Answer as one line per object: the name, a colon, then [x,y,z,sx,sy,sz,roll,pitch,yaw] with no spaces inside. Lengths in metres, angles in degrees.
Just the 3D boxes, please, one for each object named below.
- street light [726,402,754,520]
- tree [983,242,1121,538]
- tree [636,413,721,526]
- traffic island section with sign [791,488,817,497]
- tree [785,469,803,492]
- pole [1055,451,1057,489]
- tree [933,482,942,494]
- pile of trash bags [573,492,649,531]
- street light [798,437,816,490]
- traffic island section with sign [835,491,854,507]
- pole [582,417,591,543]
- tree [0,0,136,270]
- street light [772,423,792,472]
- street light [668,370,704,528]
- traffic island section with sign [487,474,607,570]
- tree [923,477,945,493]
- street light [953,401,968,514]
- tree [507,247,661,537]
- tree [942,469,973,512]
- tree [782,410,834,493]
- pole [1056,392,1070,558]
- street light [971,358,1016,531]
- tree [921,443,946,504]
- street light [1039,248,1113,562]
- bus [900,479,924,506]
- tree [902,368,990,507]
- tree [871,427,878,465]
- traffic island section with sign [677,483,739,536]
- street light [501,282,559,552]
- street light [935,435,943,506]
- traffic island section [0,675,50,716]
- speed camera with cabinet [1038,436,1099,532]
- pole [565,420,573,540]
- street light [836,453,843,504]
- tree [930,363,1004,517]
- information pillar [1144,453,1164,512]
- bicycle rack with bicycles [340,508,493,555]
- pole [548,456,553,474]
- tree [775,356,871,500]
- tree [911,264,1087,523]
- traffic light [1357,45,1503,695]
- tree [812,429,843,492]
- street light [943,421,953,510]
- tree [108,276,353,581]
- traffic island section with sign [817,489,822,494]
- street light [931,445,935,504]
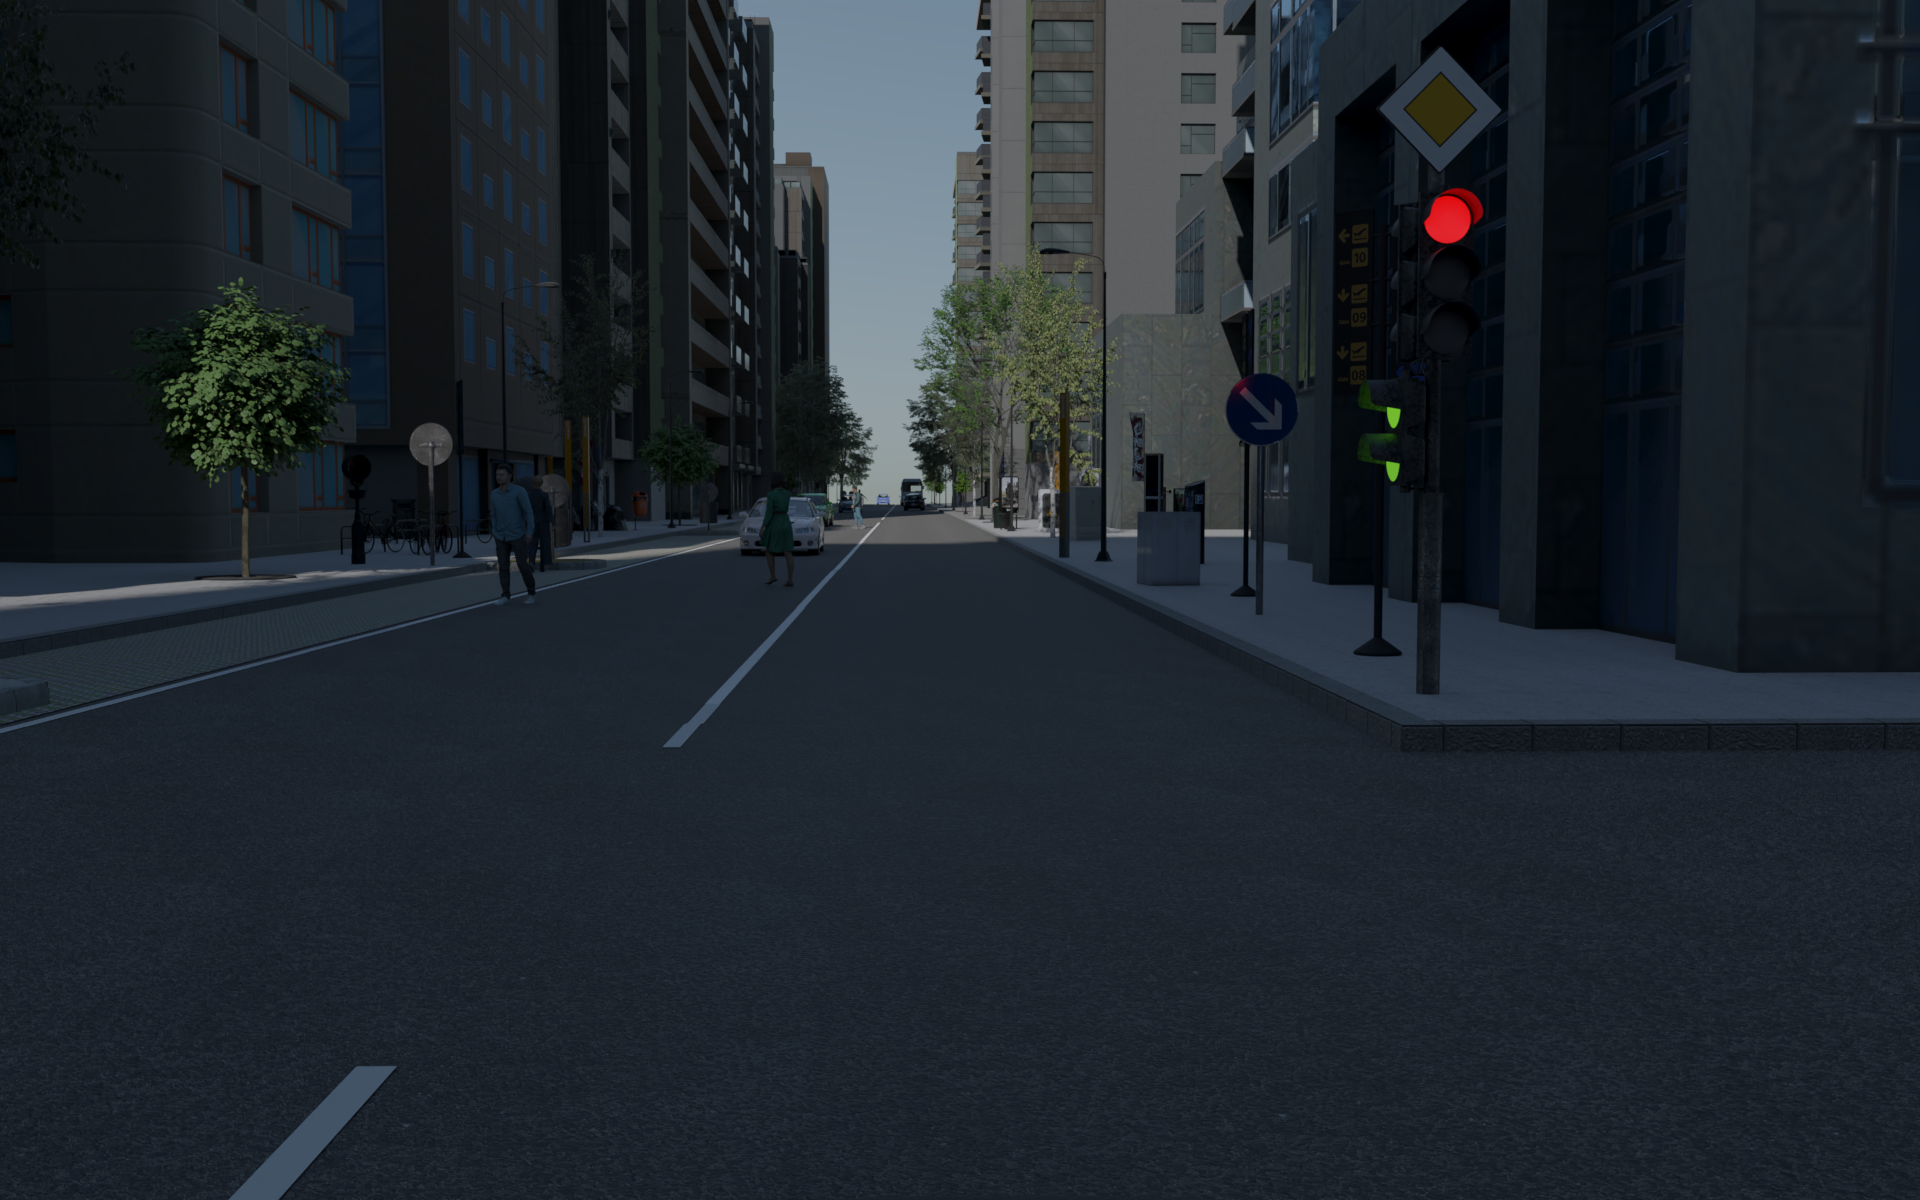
street light: [-11.057,-7.004,87.058,1.470,5.913,1.316,0,4,-2]
tree: [2.715,-6.114,50.327,4.737,8.622,4.395,0,3,0]
tree: [-11.493,-5.316,70.624,4.285,4.588,4.351,0,3,0]
traffic island section with sign: [-10.255,-6.156,109.281,1.989,1.847,2.006,0,4,-2]
tree: [-13.266,-8.545,134.315,1.663,3.219,1.824,0,3,0]
pole: [4.638,-5.446,82.884,0.158,3.312,0.155,0,3,0]
tree: [-2.489,-12.777,203.503,1.663,3.219,1.824,0,3,0]
pile of trash bags: [-12.396,-3.124,60.826,1.912,1.369,3.447,3,5,42]
street light: [-12.530,-10.234,139.863,1.470,5.913,1.316,0,4,-2]
traffic island section with sign: [-12.877,-11.278,193.030,1.989,1.847,2.006,0,4,-2]
pole: [-9.879,-3.177,45.784,0.158,3.312,0.155,0,3,0]
tree: [-10.161,-4.088,17.199,4.360,8.622,3.978,0,3,0]
street light: [-11.716,-8.627,113.587,1.470,5.913,1.316,0,4,-2]
street light: [-10.282,-5.646,64.857,1.470,5.913,1.316,0,4,-2]
traffic island section with sign: [-7.862,-1.504,33.218,1.989,1.847,2.006,0,4,-2]
tree: [-3.595,-15.549,237.936,4.285,4.588,4.351,0,3,0]
street light: [0.547,-6.933,85.893,1.470,5.913,1.316,0,4,-2]
tree: [-10.902,-6.180,51.406,4.360,8.622,3.978,0,3,0]
tree: [0.106,-7.927,124.204,1.663,3.219,1.824,0,3,0]
tree: [-13.359,-12.333,152.011,4.360,8.622,3.978,0,3,0]
pole: [2.105,-2.509,34.860,0.158,3.312,0.155,0,3,0]
street light: [1.232,-5.314,59.421,1.470,5.913,1.316,0,4,-2]
tree: [-3.342,-16.970,227.822,4.737,8.622,4.395,0,3,0]
street light: [2.196,-3.688,32.841,1.470,5.913,1.316,0,4,-2]
bus: [-5.828,-13.218,210.971,2.948,3.499,13.247,0,4,-1]
tree: [-0.660,-16.208,171.648,9.857,13.997,8.962,0,3,0]
tree: [-16.674,-20.719,245.406,9.857,13.997,8.962,0,3,0]
traffic island section with sign: [-8.712,-3.152,60.159,1.989,1.847,2.006,0,4,-2]
street light: [-9.479,-4.010,38.099,1.470,5.913,1.316,0,4,-2]
street light: [-1.036,-9.974,135.617,1.470,5.913,1.316,0,4,-2]
traffic island section: [-7.155,0.700,10.829,2.009,0.180,2.903,0,4,-2]
speed camera with cabinet: [3.705,-3.949,58.906,2.038,3.252,0.660,0,4,6]
pole: [-10.806,-3.300,47.800,0.158,3.312,0.155,0,3,0]
street light: [-14.413,-13.733,197.073,1.470,5.913,1.316,0,4,-2]
tree: [0.587,-8.918,96.171,4.360,8.622,3.978,0,3,0]
information pillar: [3.494,-1.636,31.248,0.304,2.012,0.304,1,4,19]
bicycle rack with bicycles: [-11.895,-1.473,37.472,2.852,0.926,2.925,1,4,12]
pole: [-15.488,-4.382,65.497,0.158,3.312,0.155,0,3,0]
tree: [-14.619,-15.540,160.740,9.857,13.997,8.962,0,3,0]
tree: [1.760,-9.267,77.266,9.928,11.665,9.643,0,3,0]
traffic light: [2.991,-1.352,11.028,0.839,4.253,0.868,0,4,-2]
tree: [-14.802,-14.417,186.073,4.737,8.622,4.395,0,3,0]
street light: [-0.183,-8.375,109.471,1.470,5.913,1.316,0,4,-2]
tree: [-10.934,-2.596,26.165,4.285,4.588,4.351,0,3,0]
traffic island section with sign: [-11.105,-7.816,136.421,1.989,1.847,2.006,0,4,-2]
street light: [-1.867,-11.628,162.654,1.470,5.913,1.316,0,4,-2]
